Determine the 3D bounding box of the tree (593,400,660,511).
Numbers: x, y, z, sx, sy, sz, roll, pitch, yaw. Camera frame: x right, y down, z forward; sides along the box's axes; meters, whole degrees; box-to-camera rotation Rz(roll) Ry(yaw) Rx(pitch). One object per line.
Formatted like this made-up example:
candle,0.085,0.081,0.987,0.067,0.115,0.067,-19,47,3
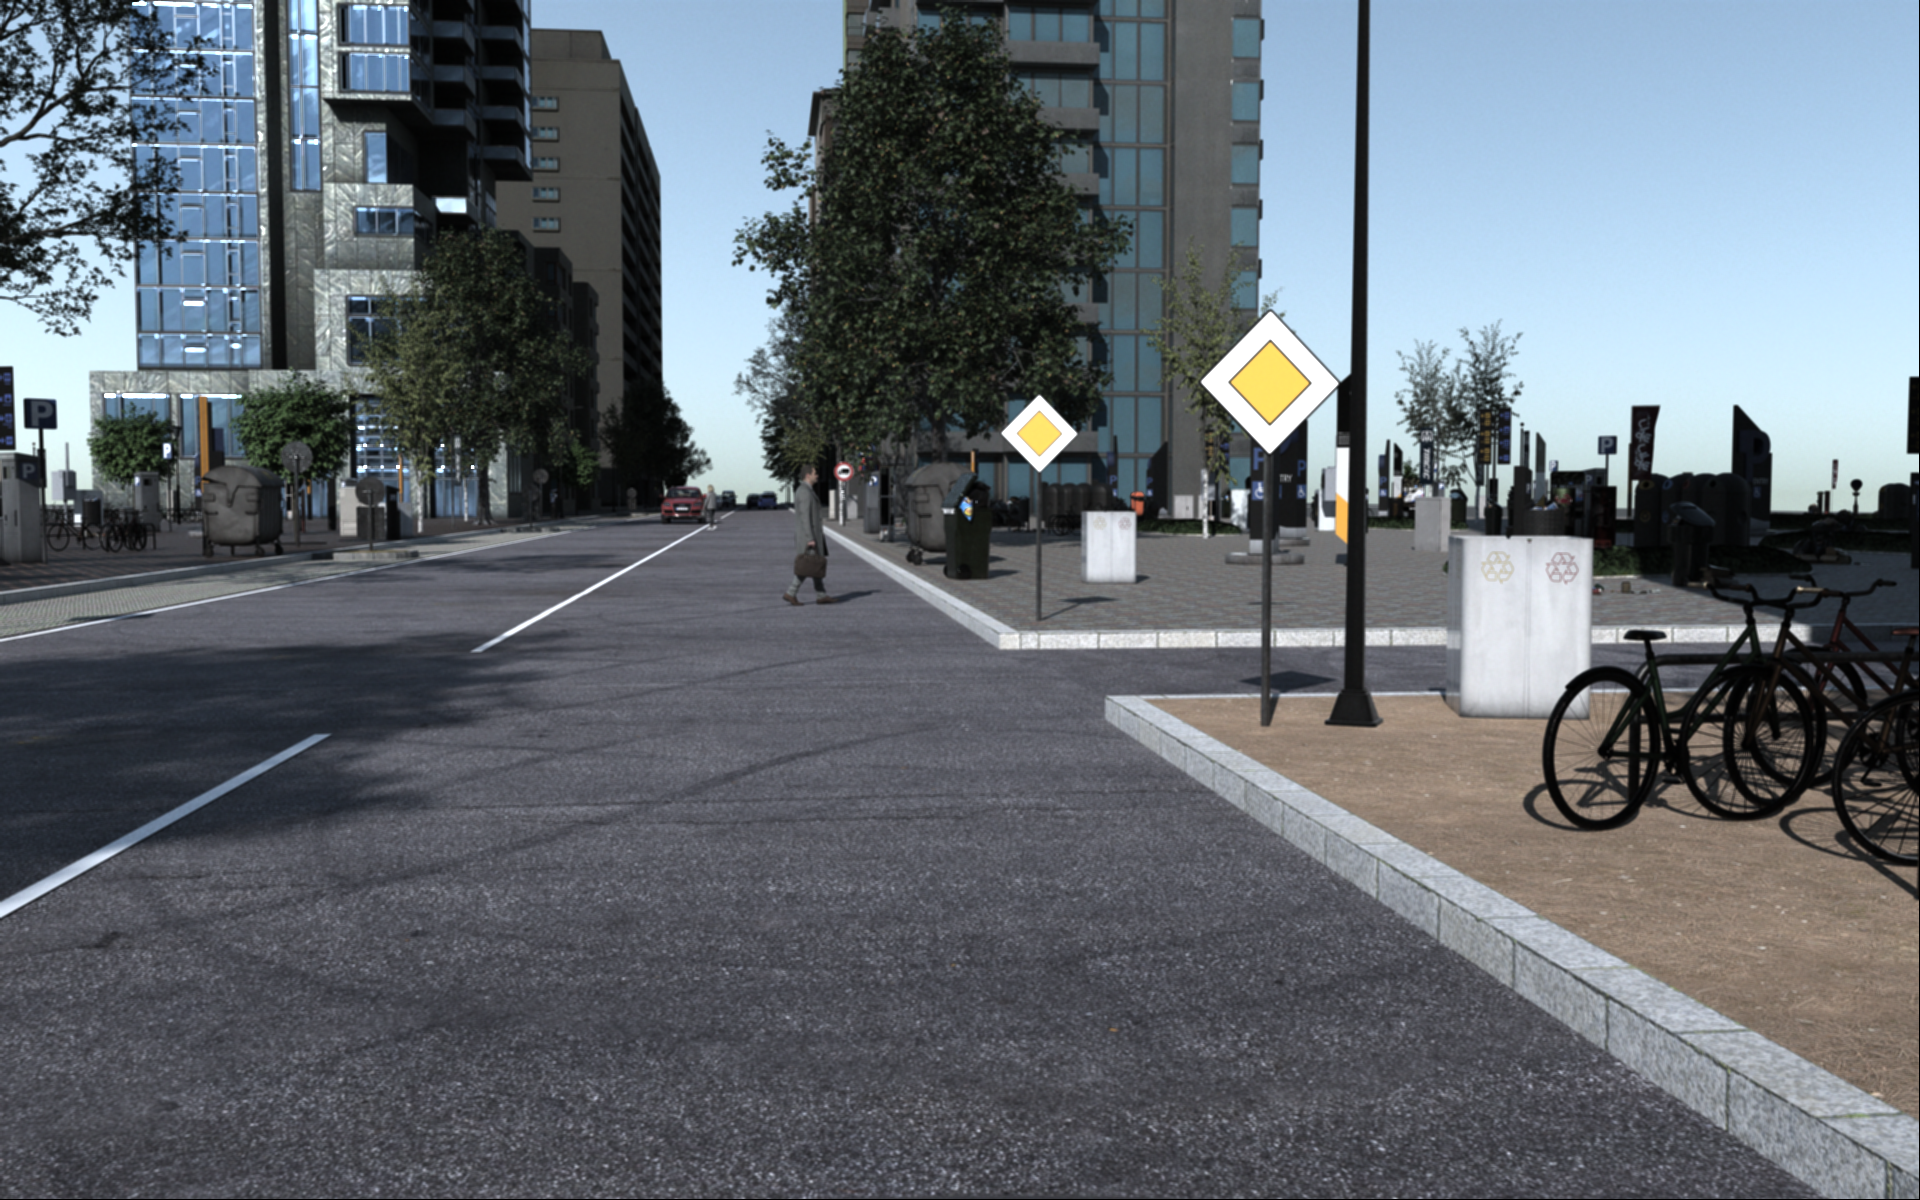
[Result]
tree,-25.985,-11.172,133.025,4.737,8.622,4.395,0,3,0

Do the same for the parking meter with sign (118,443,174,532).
parking meter with sign,-27.379,-3.792,58.261,0.543,3.016,1.738,2,4,35

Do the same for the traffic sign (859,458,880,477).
traffic sign,-3.023,-3.559,58.302,0.768,2.556,0.104,0,4,-5

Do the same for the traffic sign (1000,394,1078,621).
traffic sign,0.793,-0.844,17.449,0.795,2.450,0.064,0,4,-6

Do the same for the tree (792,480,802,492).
tree,-18.301,-12.356,196.618,1.663,3.219,1.824,0,3,0

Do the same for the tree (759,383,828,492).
tree,-16.762,-15.740,175.477,7.486,12.596,7.792,0,3,0

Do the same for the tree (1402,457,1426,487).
tree,23.037,-5.778,89.065,1.663,3.219,1.824,0,3,0

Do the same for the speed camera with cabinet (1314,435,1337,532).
speed camera with cabinet,12.549,-3.962,59.107,0.660,3.252,2.038,0,4,3

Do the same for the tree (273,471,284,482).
tree,-27.802,-4.578,69.449,1.663,3.219,1.824,0,3,0

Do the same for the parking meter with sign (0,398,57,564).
parking meter with sign,-17.487,-2.203,32.274,1.738,3.016,0.543,3,4,37

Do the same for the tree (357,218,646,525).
tree,-20.047,-9.504,72.405,9.611,12.733,9.660,0,3,0

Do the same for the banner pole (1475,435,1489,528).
banner pole,19.506,-4.561,64.586,0.863,3.779,0.401,-2,4,-31

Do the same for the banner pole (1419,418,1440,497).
banner pole,15.507,-4.098,57.025,0.863,3.779,0.401,-1,4,-9

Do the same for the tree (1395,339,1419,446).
tree,22.355,-8.036,81.748,4.360,8.622,3.978,0,3,0

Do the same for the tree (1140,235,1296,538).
tree,7.372,-6.099,50.077,4.737,8.622,4.395,0,3,0

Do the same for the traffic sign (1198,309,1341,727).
traffic sign,1.685,-0.359,9.514,0.795,2.450,0.064,0,4,-6

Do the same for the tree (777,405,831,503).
tree,-10.670,-10.484,121.779,4.737,8.622,4.395,0,3,0

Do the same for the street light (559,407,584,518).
street light,-20.626,-7.302,91.925,1.470,5.913,1.316,0,4,-6

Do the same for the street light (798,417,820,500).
street light,-9.112,-8.100,104.980,1.470,5.913,1.316,0,4,-6

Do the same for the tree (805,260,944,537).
tree,-1.887,-6.181,51.419,4.360,8.622,3.978,0,3,0

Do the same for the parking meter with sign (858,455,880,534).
parking meter with sign,-2.922,-3.694,56.657,0.543,3.016,1.738,-1,4,-13

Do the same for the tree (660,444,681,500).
tree,-31.603,-14.229,183.004,4.737,8.622,4.395,0,3,0

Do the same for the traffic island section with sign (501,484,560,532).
traffic island section with sign,-16.183,-3.469,65.344,1.989,1.847,2.006,0,4,-6

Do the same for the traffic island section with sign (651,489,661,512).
traffic island section with sign,-24.813,-8.161,142.067,1.989,1.847,2.006,0,4,-6

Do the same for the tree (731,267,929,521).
tree,-5.742,-10.591,83.538,12.009,13.543,11.850,0,3,0

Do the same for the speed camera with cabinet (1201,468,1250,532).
speed camera with cabinet,9.629,-4.119,61.685,2.038,3.252,0.660,1,4,13

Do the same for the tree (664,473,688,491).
tree,-35.289,-14.105,214.329,4.285,4.588,4.351,0,3,0

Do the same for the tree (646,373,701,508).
tree,-29.559,-15.145,164.627,9.611,12.733,9.660,0,3,0

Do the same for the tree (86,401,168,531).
tree,-29.225,-4.751,61.385,4.285,4.588,4.351,0,3,0

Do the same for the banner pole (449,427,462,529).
banner pole,-18.752,-4.550,64.410,0.863,3.779,0.401,3,5,42

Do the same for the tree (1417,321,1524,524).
tree,21.942,-7.529,73.464,4.360,8.622,3.978,0,3,0

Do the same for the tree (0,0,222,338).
tree,-13.665,-5.353,21.939,8.767,10.594,7.601,-1,4,-15

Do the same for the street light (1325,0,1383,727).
street light,1.668,-2.258,9.463,1.470,5.913,1.316,0,4,-6

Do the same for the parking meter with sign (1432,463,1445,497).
parking meter with sign,26.184,-6.023,94.734,0.543,3.016,1.738,0,4,-6

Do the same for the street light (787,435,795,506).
street light,-12.707,-10.029,136.522,1.470,5.913,1.316,0,4,-6

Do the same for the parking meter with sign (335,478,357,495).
parking meter with sign,-29.081,-5.275,82.503,0.543,3.016,1.738,2,4,32

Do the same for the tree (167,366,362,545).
tree,-17.033,-3.720,44.535,4.285,4.588,4.351,0,3,0

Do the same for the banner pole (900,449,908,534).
banner pole,-1.702,-3.990,55.254,0.401,3.779,0.863,0,4,-3

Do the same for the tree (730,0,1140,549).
tree,-0.503,-7.550,40.449,9.611,12.733,9.660,0,3,0

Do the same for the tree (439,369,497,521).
tree,-23.455,-8.040,81.816,4.360,8.622,3.978,0,3,0

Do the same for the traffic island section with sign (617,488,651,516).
traffic island section with sign,-21.794,-6.523,115.281,1.989,1.847,2.006,0,4,-6

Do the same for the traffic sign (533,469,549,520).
traffic sign,-20.988,-5.299,86.749,0.768,2.556,0.104,0,4,-4

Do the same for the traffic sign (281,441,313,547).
traffic sign,-15.931,-2.539,41.612,0.768,2.556,0.104,0,4,1

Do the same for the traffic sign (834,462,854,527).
traffic sign,-4.582,-4.178,68.418,0.768,2.556,0.104,0,4,0

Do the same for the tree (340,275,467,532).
tree,-18.183,-6.552,57.482,4.737,8.622,4.395,0,3,0

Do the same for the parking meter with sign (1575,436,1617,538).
parking meter with sign,18.846,-3.384,51.583,1.738,3.016,0.543,-3,5,-42

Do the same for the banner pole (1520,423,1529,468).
banner pole,19.706,-4.313,60.527,0.401,3.779,0.863,0,4,-5

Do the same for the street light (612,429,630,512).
street light,-24.167,-9.231,123.474,1.470,5.913,1.316,0,4,-6

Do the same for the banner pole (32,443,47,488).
banner pole,-44.892,-5.775,84.444,0.401,3.779,0.863,2,4,25

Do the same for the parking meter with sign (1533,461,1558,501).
parking meter with sign,30.246,-5.750,90.272,1.738,3.016,0.543,-1,4,-20

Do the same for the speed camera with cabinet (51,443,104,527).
speed camera with cabinet,-34.288,-4.462,67.292,0.660,3.252,2.038,1,4,16

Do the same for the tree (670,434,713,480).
tree,-39.129,-19.067,246.160,8.767,10.594,7.601,0,4,-3

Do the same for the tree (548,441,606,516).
tree,-22.324,-7.185,101.183,4.285,4.588,4.351,0,3,0

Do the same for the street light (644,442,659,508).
street light,-27.672,-11.161,155.027,1.470,5.913,1.316,0,4,-6
